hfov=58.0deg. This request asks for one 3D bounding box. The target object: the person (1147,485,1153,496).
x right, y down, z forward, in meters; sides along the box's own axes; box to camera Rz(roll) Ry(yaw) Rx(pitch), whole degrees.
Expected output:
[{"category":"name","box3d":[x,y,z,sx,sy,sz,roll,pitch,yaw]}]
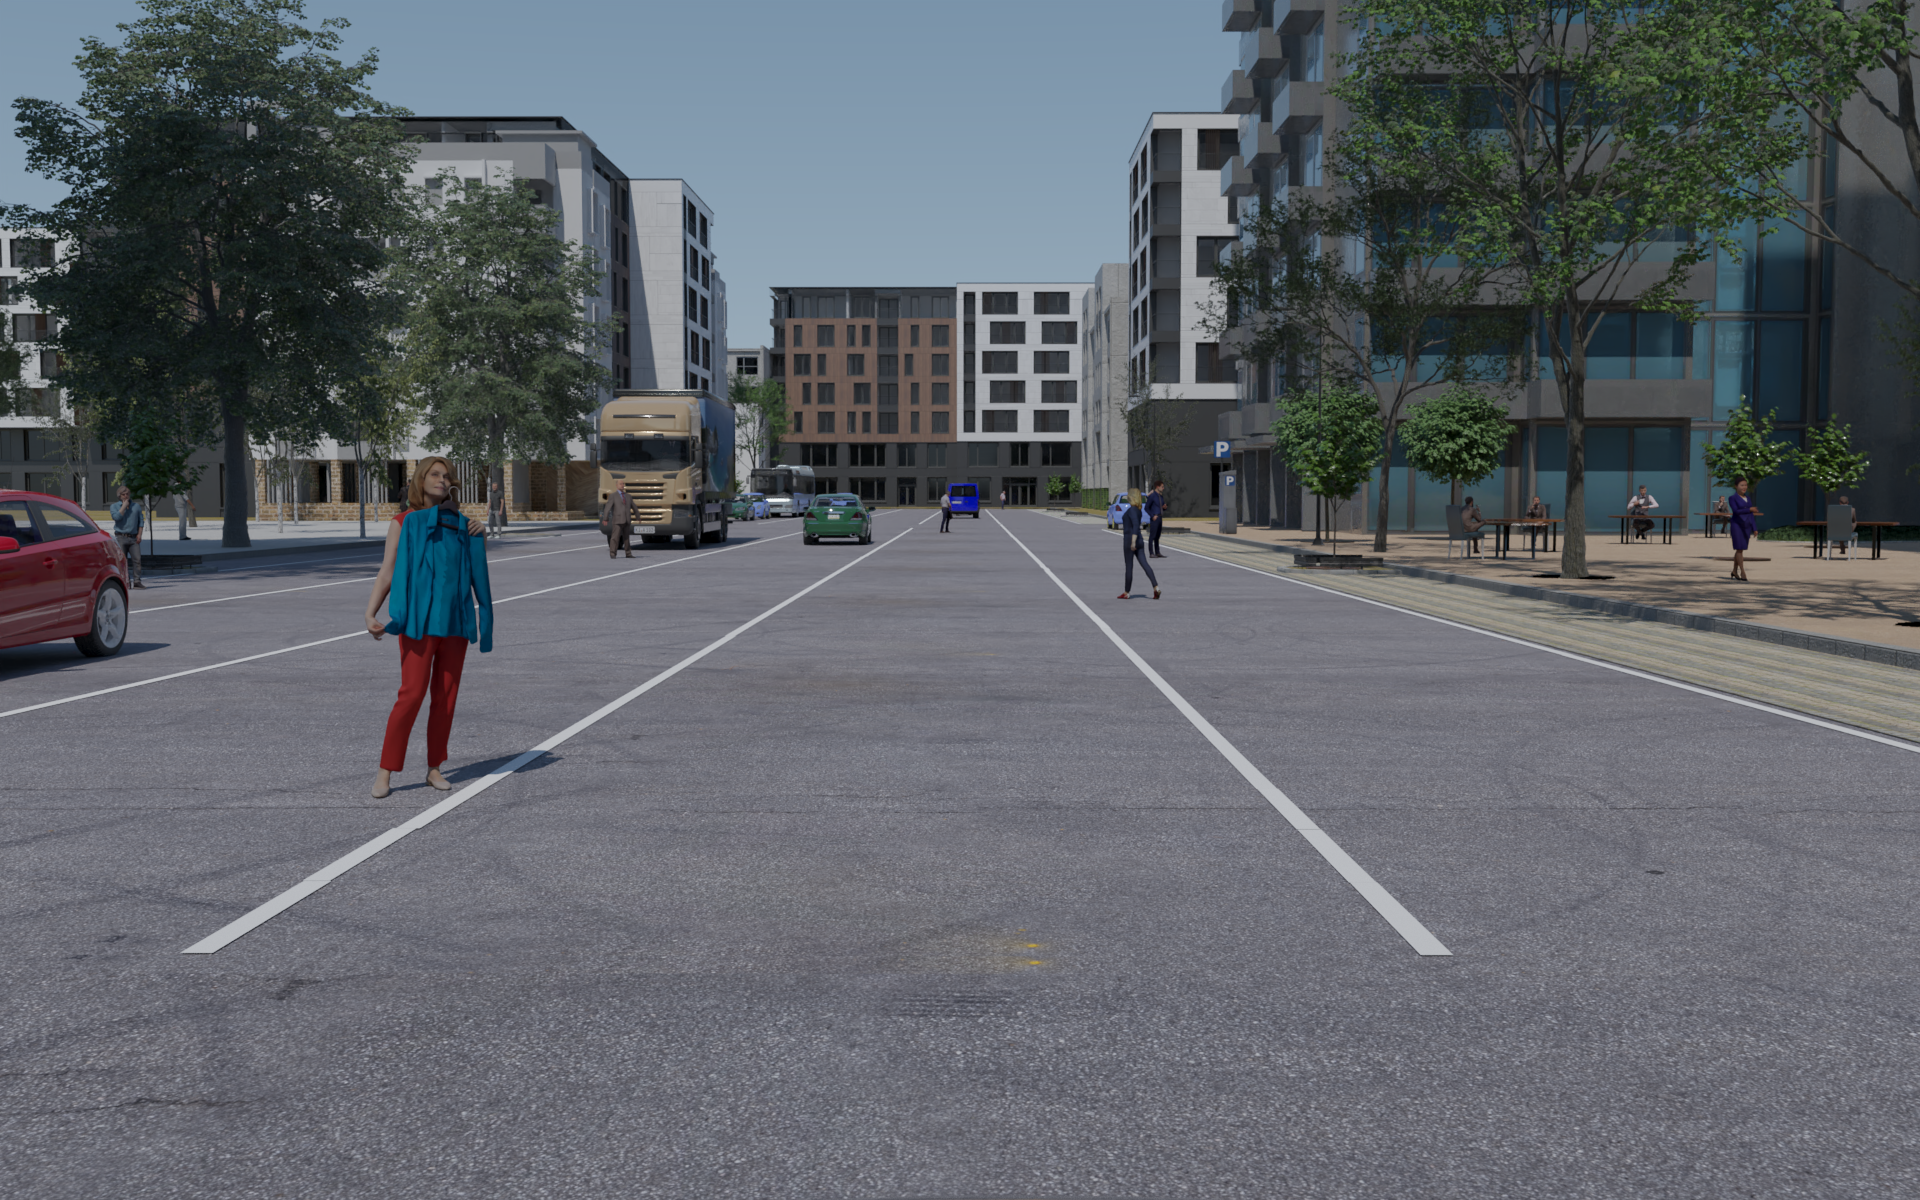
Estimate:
[{"category":"person","box3d":[9.832,-4.999,88.493,1.217,1.736,0.721,-2,4,-28]}]

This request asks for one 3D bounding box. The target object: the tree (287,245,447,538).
[{"category":"tree","box3d":[-17.236,-6.123,50.465,4.737,8.622,4.395,0,3,0]}]

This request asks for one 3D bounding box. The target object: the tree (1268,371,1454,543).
[{"category":"tree","box3d":[9.841,-3.808,45.971,4.285,4.588,4.351,0,3,0]}]

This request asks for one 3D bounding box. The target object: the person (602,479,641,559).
[{"category":"person","box3d":[-7.502,-1.803,38.537,0.990,1.755,0.434,-3,5,-39]}]

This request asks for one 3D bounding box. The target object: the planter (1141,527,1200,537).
[{"category":"planter","box3d":[7.000,-2.291,58.592,1.991,0.319,1.994,0,4,0]}]

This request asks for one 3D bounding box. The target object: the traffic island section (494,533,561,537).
[{"category":"traffic island section","box3d":[-14.587,-2.183,58.558,1.991,0.108,1.994,0,4,0]}]

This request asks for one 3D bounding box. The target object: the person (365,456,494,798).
[{"category":"person","box3d":[-2.553,0.113,8.355,0.593,1.614,0.444,-1,4,-17]}]

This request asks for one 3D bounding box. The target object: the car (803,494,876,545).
[{"category":"car","box3d":[-3.526,-2.347,50.174,2.131,1.459,4.920,0,4,-1]}]

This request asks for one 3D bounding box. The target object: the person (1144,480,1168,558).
[{"category":"person","box3d":[4.446,-1.807,38.757,0.504,1.737,0.576,2,4,29]}]

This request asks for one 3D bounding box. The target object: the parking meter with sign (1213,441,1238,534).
[{"category":"parking meter with sign","box3d":[8.649,-3.660,56.101,0.543,3.016,1.738,0,4,-4]}]

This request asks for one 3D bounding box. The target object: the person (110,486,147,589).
[{"category":"person","box3d":[-12.475,-0.936,26.017,0.499,1.552,0.429,-1,4,-15]}]

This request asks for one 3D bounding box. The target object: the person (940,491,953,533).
[{"category":"person","box3d":[-0.527,-3.260,64.017,0.590,1.554,0.614,-2,4,-26]}]

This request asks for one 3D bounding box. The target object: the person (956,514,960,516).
[{"category":"person","box3d":[-0.128,-6.209,113.276,0.557,1.426,1.065,2,4,27]}]

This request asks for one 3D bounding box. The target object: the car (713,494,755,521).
[{"category":"car","box3d":[-12.044,-4.930,92.404,2.131,1.459,4.920,0,4,1]}]

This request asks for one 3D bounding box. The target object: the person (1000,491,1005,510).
[{"category":"person","box3d":[3.977,-9.077,157.841,0.436,1.711,0.756,3,5,44]}]

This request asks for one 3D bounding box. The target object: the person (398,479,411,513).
[{"category":"person","box3d":[-17.248,-2.894,54.042,0.600,1.739,0.565,2,4,34]}]

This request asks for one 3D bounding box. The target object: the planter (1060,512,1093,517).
[{"category":"planter","box3d":[7.276,-5.339,108.436,1.991,0.319,1.994,0,4,0]}]

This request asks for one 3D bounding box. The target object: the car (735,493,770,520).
[{"category":"car","box3d":[-11.811,-5.435,98.447,1.945,1.707,3.694,0,4,1]}]

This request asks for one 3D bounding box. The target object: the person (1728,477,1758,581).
[{"category":"person","box3d":[11.631,-1.050,25.577,0.453,1.535,0.546,-3,4,-38]}]

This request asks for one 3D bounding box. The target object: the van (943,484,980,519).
[{"category":"van","box3d":[0.141,-6.036,103.068,2.240,2.365,5.245,0,4,-1]}]

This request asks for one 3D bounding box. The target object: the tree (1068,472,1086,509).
[{"category":"tree","box3d":[9.739,-9.389,148.114,1.663,3.219,1.824,0,3,0]}]

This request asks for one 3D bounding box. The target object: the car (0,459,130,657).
[{"category":"car","box3d":[-8.348,-0.293,13.833,2.155,1.783,4.494,0,4,-1]}]

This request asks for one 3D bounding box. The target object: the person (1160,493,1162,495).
[{"category":"person","box3d":[8.658,-4.041,76.025,0.435,1.345,0.340,1,4,22]}]

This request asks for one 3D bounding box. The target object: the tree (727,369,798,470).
[{"category":"tree","box3d":[-16.992,-13.305,143.287,9.928,11.665,9.643,0,3,0]}]

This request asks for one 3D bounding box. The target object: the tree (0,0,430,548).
[{"category":"tree","box3d":[-17.623,-8.246,41.469,9.857,13.997,8.962,0,3,0]}]

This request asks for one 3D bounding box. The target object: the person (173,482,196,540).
[{"category":"person","box3d":[-21.581,-2.570,48.204,0.789,1.805,0.875,-3,5,-41]}]

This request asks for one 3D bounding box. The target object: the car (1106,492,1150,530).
[{"category":"car","box3d":[6.878,-3.685,69.841,1.945,1.707,3.694,0,4,0]}]

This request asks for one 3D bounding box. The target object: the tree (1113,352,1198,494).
[{"category":"tree","box3d":[9.937,-8.538,89.960,4.360,8.622,3.978,0,3,0]}]

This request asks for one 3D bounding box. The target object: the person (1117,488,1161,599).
[{"category":"person","box3d":[2.440,-0.766,23.564,0.613,1.512,0.480,1,4,8]}]

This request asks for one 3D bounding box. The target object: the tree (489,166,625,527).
[{"category":"tree","box3d":[-18.002,-9.846,67.643,9.857,13.997,8.962,0,3,0]}]

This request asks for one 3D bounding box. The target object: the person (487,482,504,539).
[{"category":"person","box3d":[-14.952,-2.875,55.631,0.598,1.807,0.434,2,4,34]}]

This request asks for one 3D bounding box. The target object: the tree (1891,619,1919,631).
[{"category":"tree","box3d":[9.573,-5.536,16.268,9.928,11.665,9.643,0,3,0]}]

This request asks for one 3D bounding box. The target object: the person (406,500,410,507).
[{"category":"person","box3d":[-10.778,-1.563,34.784,0.841,1.734,0.376,1,4,12]}]

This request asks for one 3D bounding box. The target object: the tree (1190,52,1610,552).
[{"category":"tree","box3d":[9.237,-6.309,37.569,8.767,10.594,7.601,0,4,2]}]
